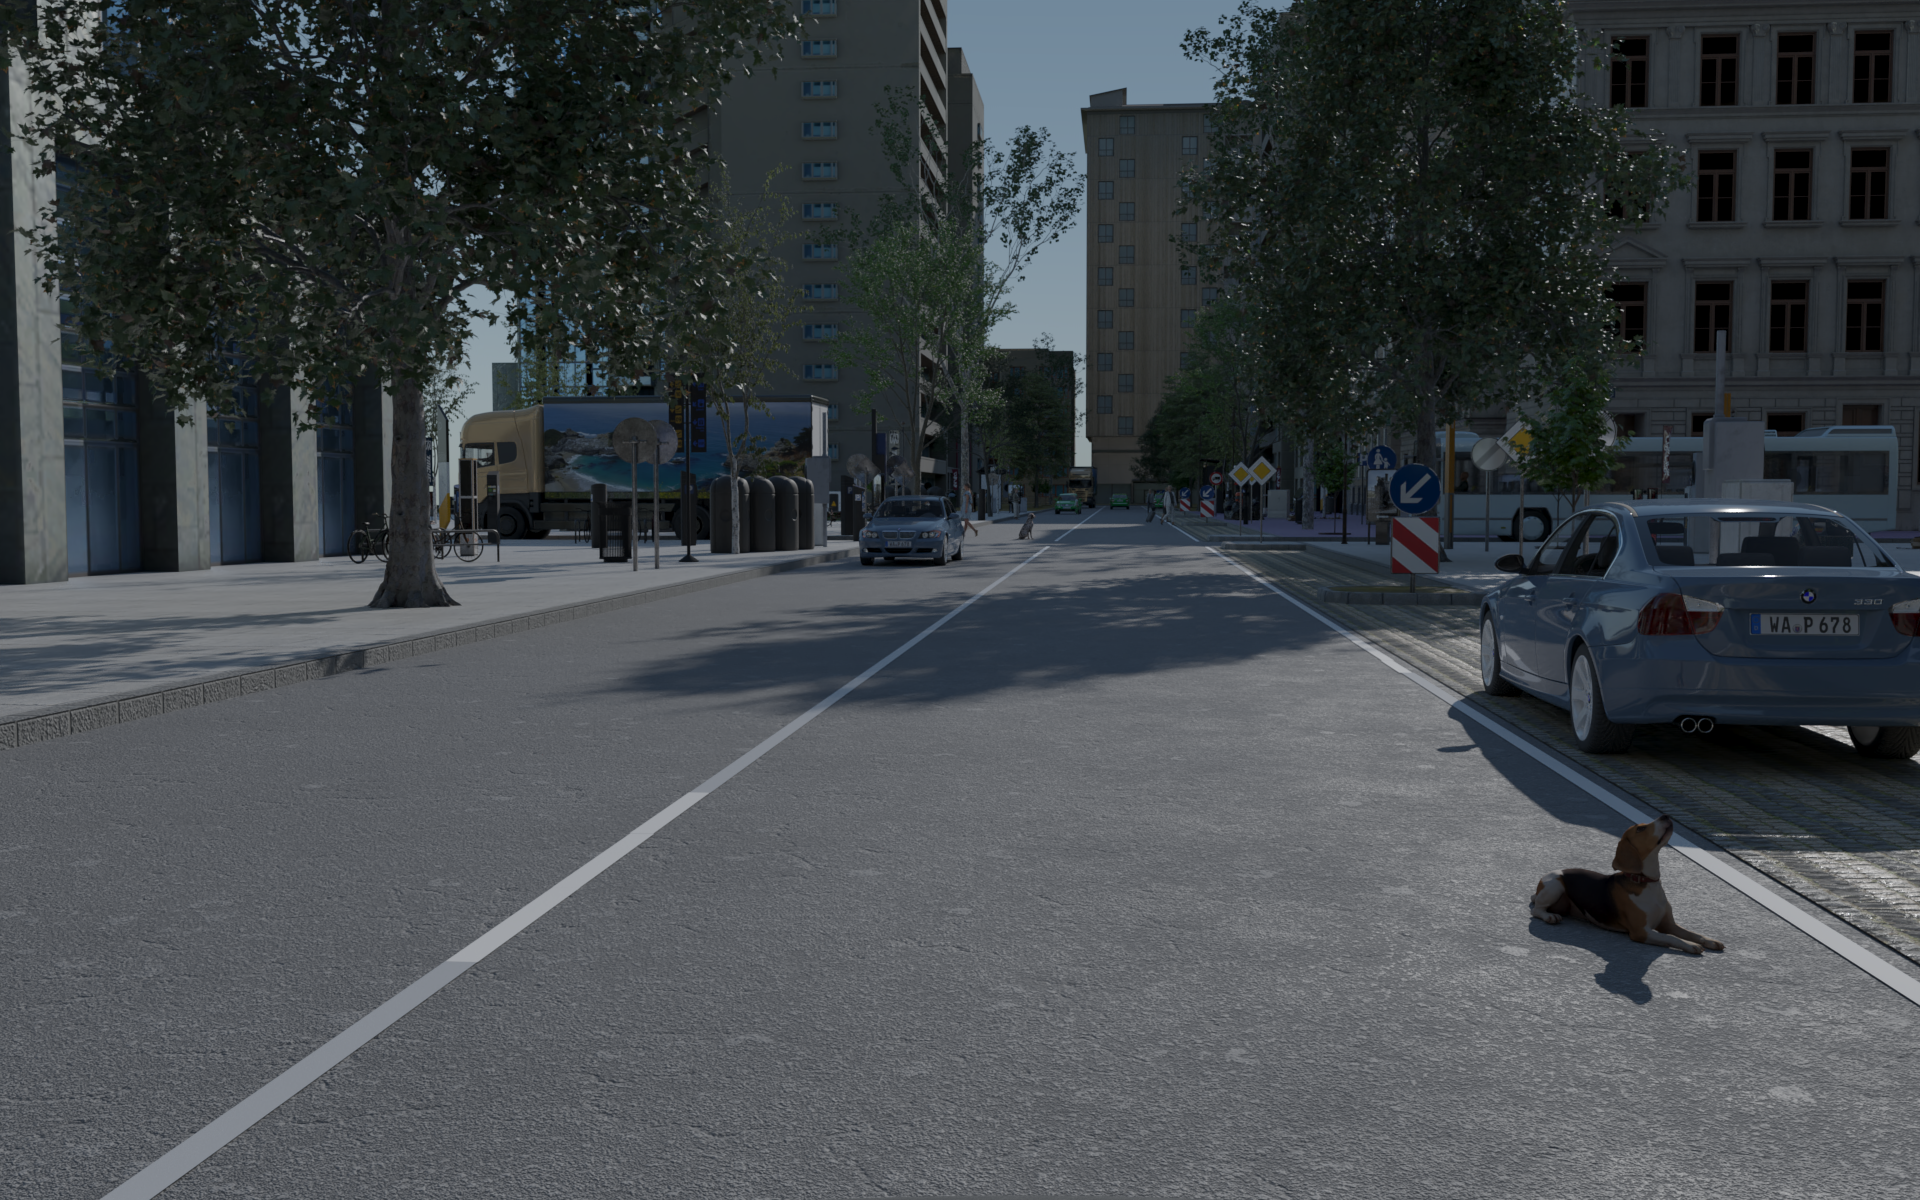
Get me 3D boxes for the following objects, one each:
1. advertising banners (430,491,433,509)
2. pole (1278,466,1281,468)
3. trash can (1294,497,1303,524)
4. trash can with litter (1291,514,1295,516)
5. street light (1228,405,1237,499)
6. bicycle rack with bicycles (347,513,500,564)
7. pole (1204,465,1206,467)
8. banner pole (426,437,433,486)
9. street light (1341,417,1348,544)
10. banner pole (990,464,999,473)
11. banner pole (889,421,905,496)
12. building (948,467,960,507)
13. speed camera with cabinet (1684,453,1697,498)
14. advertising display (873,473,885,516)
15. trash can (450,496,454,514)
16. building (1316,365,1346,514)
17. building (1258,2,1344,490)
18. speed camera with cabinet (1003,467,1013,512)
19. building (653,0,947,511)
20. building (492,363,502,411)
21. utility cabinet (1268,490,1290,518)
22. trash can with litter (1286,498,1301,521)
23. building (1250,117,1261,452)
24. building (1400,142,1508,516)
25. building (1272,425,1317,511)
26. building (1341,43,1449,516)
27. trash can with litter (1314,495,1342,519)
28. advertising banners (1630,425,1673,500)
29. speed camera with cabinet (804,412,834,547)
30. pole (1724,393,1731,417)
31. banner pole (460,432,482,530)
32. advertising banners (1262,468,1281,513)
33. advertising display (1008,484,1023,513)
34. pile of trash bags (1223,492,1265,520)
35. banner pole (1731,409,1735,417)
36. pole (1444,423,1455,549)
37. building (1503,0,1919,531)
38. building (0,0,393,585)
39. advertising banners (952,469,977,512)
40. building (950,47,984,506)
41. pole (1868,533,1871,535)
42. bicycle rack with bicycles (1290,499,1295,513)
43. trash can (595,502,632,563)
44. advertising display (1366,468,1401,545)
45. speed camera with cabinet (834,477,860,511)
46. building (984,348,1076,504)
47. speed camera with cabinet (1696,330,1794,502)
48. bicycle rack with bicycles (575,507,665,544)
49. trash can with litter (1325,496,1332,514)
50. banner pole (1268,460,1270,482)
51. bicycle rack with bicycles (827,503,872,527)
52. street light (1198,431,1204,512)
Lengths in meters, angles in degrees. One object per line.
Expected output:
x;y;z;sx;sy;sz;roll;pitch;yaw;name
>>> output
-30.824;-6.392;100.691;2.074;3.025;0.090;-1;4;-17;advertising banners
23.275;-8.109;126.420;0.158;3.312;0.155;0;3;0;pole
14.518;-3.775;73.374;0.748;1.137;0.748;0;3;0;trash can
19.271;-5.348;98.499;1.678;1.210;2.233;-1;4;-18;trash can with litter
14.224;-7.178;90.153;0.468;5.910;1.993;0;4;5;street light
-10.178;-1.174;32.583;2.852;0.926;2.925;3;5;39;bicycle rack with bicycles
17.405;-7.904;123.078;0.158;3.312;0.155;0;3;0;pole
-20.629;-4.704;66.934;0.401;3.779;0.863;1;4;22;banner pole
9.864;-4.372;44.268;0.468;5.910;1.993;0;4;5;street light
2.612;-8.446;128.114;0.863;3.779;0.401;1;4;21;banner pole
-2.127;-4.249;59.484;0.863;3.779;0.401;-3;5;-40;banner pole
-10.596;-44.212;161.118;20.563;71.187;20.611;0;4;5;building
15.942;-2.617;37.124;0.660;3.252;2.038;1;4;17;speed camera with cabinet
-2.518;-2.968;53.742;0.123;1.923;0.974;-1;4;-17;advertising display
-31.486;-5.883;107.833;0.748;1.137;0.748;0;3;0;trash can
31.629;-17.666;118.509;12.332;23.373;15.834;0;4;5;building
40.675;-33.295;168.077;21.300;48.544;21.600;0;4;5;building
2.803;-8.000;125.129;2.038;3.252;0.660;1;4;9;speed camera with cabinet
-12.676;-31.630;140.846;21.300;48.544;21.600;0;4;5;building
-34.932;-53.555;188.302;31.000;86.520;22.319;0;4;5;building
16.581;-4.981;90.111;1.173;1.500;0.318;3;5;44;utility cabinet
16.000;-4.314;81.927;1.055;1.170;0.624;-2;4;-28;trash can with litter
38.898;-32.816;186.651;14.600;45.320;14.200;0;4;5;building
26.651;-13.200;80.446;10.561;19.102;19.286;0;4;5;building
41.224;-18.257;143.538;27.650;21.520;28.899;0;4;5;building
29.870;-19.226;100.256;13.634;28.700;20.117;0;4;5;building
18.647;-4.758;88.855;2.233;1.210;1.678;1;4;19;trash can with litter
17.378;-2.893;43.482;2.074;3.025;0.090;-3;5;-42;advertising banners
-3.571;-2.953;42.614;0.660;3.252;2.038;-1;4;-9;speed camera with cabinet
15.465;-2.522;35.085;0.158;3.312;0.155;0;3;0;pole
-17.292;-4.366;61.394;0.863;3.779;0.401;-1;4;-12;banner pole
20.756;-7.295;115.458;0.090;3.025;2.074;-2;4;-27;advertising banners
4.243;-7.598;129.433;0.974;1.923;0.123;-2;4;-28;advertising display
14.221;-4.745;87.329;1.912;1.369;3.447;0;4;2;pile of trash bags
22.537;-3.738;51.133;0.863;3.779;0.401;0;4;1;banner pole
11.374;-2.837;40.225;0.158;3.312;0.155;0;3;0;pole
31.564;-13.948;64.201;21.152;22.565;11.583;0;4;5;building
-28.466;-43.574;25.110;31.000;86.520;22.319;0;4;5;building
0.301;-7.643;121.148;2.074;3.025;0.090;-2;4;-32;advertising banners
-8.736;-34.438;186.766;21.600;48.544;21.300;0;4;5;building
27.933;-3.634;53.257;0.158;3.312;0.155;0;3;0;pole
22.943;-6.469;119.142;2.925;0.926;2.852;3;5;45;bicycle rack with bicycles
-6.494;-1.283;32.631;0.748;1.137;0.748;0;3;0;trash can
10.658;-2.349;43.626;0.123;1.923;0.974;-3;5;-40;advertising display
-7.236;-6.939;107.787;2.038;3.252;0.660;1;4;18;speed camera with cabinet
0.912;-23.892;235.666;28.899;21.520;27.650;0;4;5;building
9.249;-1.591;20.342;0.660;3.252;2.038;1;4;12;speed camera with cabinet
-9.105;-1.993;45.962;2.852;0.926;2.925;0;4;-8;bicycle rack with bicycles
23.248;-5.978;109.129;0.624;1.170;1.055;1;4;17;trash can with litter
22.511;-8.320;126.050;0.401;3.779;0.863;1;4;15;banner pole
-3.827;-3.352;68.193;2.925;0.926;2.852;1;4;19;bicycle rack with bicycles
17.639;-9.453;127.344;0.468;5.910;1.993;0;4;5;street light
